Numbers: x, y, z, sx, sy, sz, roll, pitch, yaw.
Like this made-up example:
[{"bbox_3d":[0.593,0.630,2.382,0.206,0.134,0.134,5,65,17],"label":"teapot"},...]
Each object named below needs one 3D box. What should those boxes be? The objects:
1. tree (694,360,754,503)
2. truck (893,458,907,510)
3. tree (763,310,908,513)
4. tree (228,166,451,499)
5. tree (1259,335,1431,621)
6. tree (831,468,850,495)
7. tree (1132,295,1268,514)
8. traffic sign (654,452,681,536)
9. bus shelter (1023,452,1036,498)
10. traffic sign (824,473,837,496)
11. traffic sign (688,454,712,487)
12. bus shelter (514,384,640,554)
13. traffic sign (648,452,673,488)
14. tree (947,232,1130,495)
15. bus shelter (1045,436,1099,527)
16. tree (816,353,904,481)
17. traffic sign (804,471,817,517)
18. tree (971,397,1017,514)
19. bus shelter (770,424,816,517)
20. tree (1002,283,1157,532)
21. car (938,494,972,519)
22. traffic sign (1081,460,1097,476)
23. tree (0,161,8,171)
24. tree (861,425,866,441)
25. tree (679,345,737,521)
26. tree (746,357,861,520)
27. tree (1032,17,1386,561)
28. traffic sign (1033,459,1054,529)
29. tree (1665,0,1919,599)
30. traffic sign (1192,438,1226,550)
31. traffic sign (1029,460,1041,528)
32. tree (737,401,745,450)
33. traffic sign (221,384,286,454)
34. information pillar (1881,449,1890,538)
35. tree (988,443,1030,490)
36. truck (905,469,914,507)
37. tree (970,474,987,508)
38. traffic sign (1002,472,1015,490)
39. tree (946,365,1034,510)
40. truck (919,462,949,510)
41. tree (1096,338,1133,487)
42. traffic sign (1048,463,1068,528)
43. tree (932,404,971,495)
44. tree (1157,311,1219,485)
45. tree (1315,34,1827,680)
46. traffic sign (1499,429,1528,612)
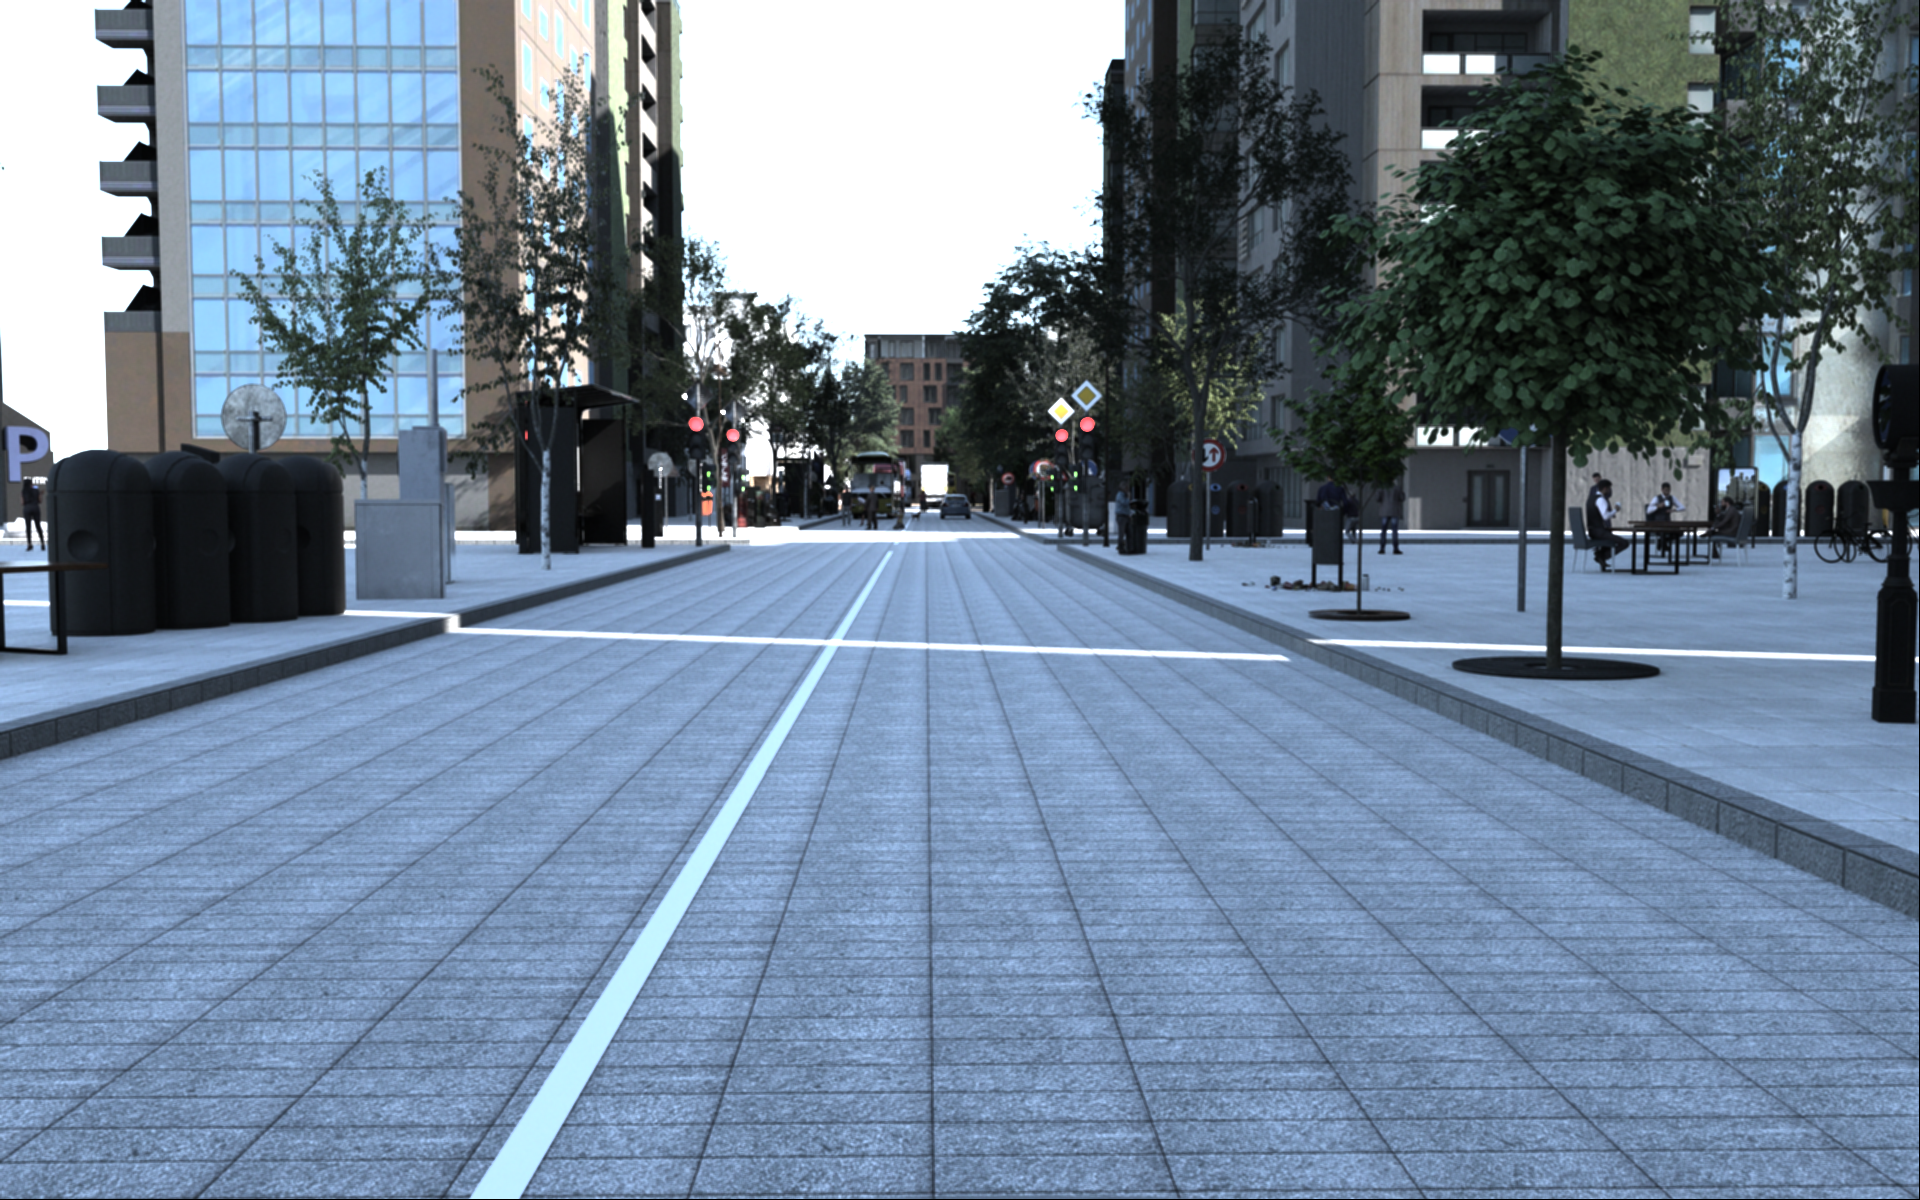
[{"bbox_3d":[-12.654,-8.732,93.129,4.737,8.622,4.395,0,3,0],"label":"tree"},{"bbox_3d":[-5.609,-9.105,137.776,2.839,4.237,11.283,0,4,-1],"label":"truck"},{"bbox_3d":[-8.443,-12.548,115.529,12.009,13.543,11.850,0,3,0],"label":"tree"},{"bbox_3d":[-13.450,-5.371,38.185,4.737,8.622,4.395,0,3,0],"label":"tree"},{"bbox_3d":[4.191,-1.432,18.021,1.663,3.219,1.824,0,3,0],"label":"tree"},{"bbox_3d":[-9.147,-8.214,128.897,1.663,3.219,1.824,0,3,0],"label":"tree"},{"bbox_3d":[8.613,-6.766,60.993,4.737,8.622,4.395,0,3,0],"label":"tree"},{"bbox_3d":[-9.031,-3.256,53.242,0.884,2.594,0.081,0,4,0],"label":"traffic sign"},{"bbox_3d":[4.201,-6.419,96.225,1.731,3.624,6.357,0,4,-1],"label":"bus shelter"},{"bbox_3d":[-8.113,-6.624,108.313,0.884,2.594,0.081,0,4,5],"label":"traffic sign"},{"bbox_3d":[-7.963,-3.239,53.069,0.768,2.556,0.104,0,4,5],"label":"traffic sign"},{"bbox_3d":[-8.755,-2.987,40.116,1.731,3.624,6.357,0,4,-1],"label":"bus shelter"},{"bbox_3d":[-9.097,-3.206,52.532,0.768,2.556,0.104,0,4,6],"label":"traffic sign"},{"bbox_3d":[4.055,-10.959,85.836,9.857,13.997,8.962,0,3,0],"label":"tree"},{"bbox_3d":[4.538,-4.835,70.329,1.731,3.624,6.357,0,4,-1],"label":"bus shelter"},{"bbox_3d":[-9.636,-15.408,158.583,9.857,13.997,8.962,0,3,0],"label":"tree"},{"bbox_3d":[-8.235,-5.825,95.340,0.768,2.556,0.104,0,3,0],"label":"traffic sign"},{"bbox_3d":[2.348,-9.986,113.628,4.737,8.622,4.395,0,3,0],"label":"tree"},{"bbox_3d":[-9.701,-7.517,100.529,2.179,5.291,8.768,0,4,-1],"label":"bus shelter"},{"bbox_3d":[3.786,-6.627,58.719,4.360,8.622,3.978,0,3,0],"label":"tree"},{"bbox_3d":[-0.273,-5.416,100.546,2.014,1.417,4.499,0,4,-1],"label":"car"},{"bbox_3d":[4.701,-3.915,64.120,0.768,2.556,0.104,0,4,7],"label":"traffic sign"},{"bbox_3d":[-15.957,-4.505,24.021,4.737,8.622,4.395,0,3,0],"label":"tree"},{"bbox_3d":[-10.319,-13.996,179.190,4.360,8.622,3.978,0,3,0],"label":"tree"},{"bbox_3d":[-13.311,-8.162,83.817,4.360,8.622,3.978,0,3,0],"label":"tree"},{"bbox_3d":[-7.784,-8.279,85.720,4.360,8.622,3.978,0,3,0],"label":"tree"},{"bbox_3d":[4.860,-6.048,33.295,7.601,10.594,8.767,-2,4,-32],"label":"tree"},{"bbox_3d":[3.035,-3.840,62.896,0.768,2.556,0.104,0,4,2],"label":"traffic sign"},{"bbox_3d":[10.370,-4.331,21.170,4.737,8.622,4.395,0,3,0],"label":"tree"},{"bbox_3d":[5.673,-2.413,39.554,0.768,2.556,0.104,0,4,5],"label":"traffic sign"},{"bbox_3d":[2.991,-3.974,65.088,0.768,2.556,0.104,0,4,3],"label":"traffic sign"},{"bbox_3d":[-13.466,-8.437,88.304,4.360,8.622,3.978,0,3,0],"label":"tree"},{"bbox_3d":[-8.166,-1.219,20.034,0.768,2.556,0.104,0,4,3],"label":"traffic sign"},{"bbox_3d":[27.329,-3.652,51.066,0.183,3.616,0.504,3,4,38],"label":"information pillar"},{"bbox_3d":[3.242,-7.509,106.486,4.285,4.588,4.351,0,3,0],"label":"tree"},{"bbox_3d":[-6.789,-12.388,192.308,2.967,4.110,18.799,0,4,-3],"label":"truck"},{"bbox_3d":[1.978,-10.102,159.765,1.663,3.219,1.824,0,3,0],"label":"tree"},{"bbox_3d":[2.773,-6.087,99.626,0.768,2.556,0.104,0,4,1],"label":"traffic sign"},{"bbox_3d":[2.796,-13.411,137.389,7.486,12.596,7.792,0,3,0],"label":"tree"},{"bbox_3d":[-2.378,-10.373,158.510,2.839,4.237,11.283,0,4,-1],"label":"truck"},{"bbox_3d":[8.101,-7.741,76.927,4.737,8.622,4.395,0,3,0],"label":"tree"},{"bbox_3d":[3.678,-4.046,66.163,0.884,2.594,0.081,0,4,7],"label":"traffic sign"},{"bbox_3d":[0.361,-16.818,200.727,9.928,11.665,9.643,0,3,0],"label":"tree"},{"bbox_3d":[8.630,-7.212,68.279,4.360,8.622,3.978,0,3,0],"label":"tree"},{"bbox_3d":[4.382,-1.756,12.432,4.285,4.588,4.351,0,3,0],"label":"tree"},{"bbox_3d":[6.133,-1.146,18.848,0.768,2.556,0.104,0,4,4],"label":"traffic sign"}]
